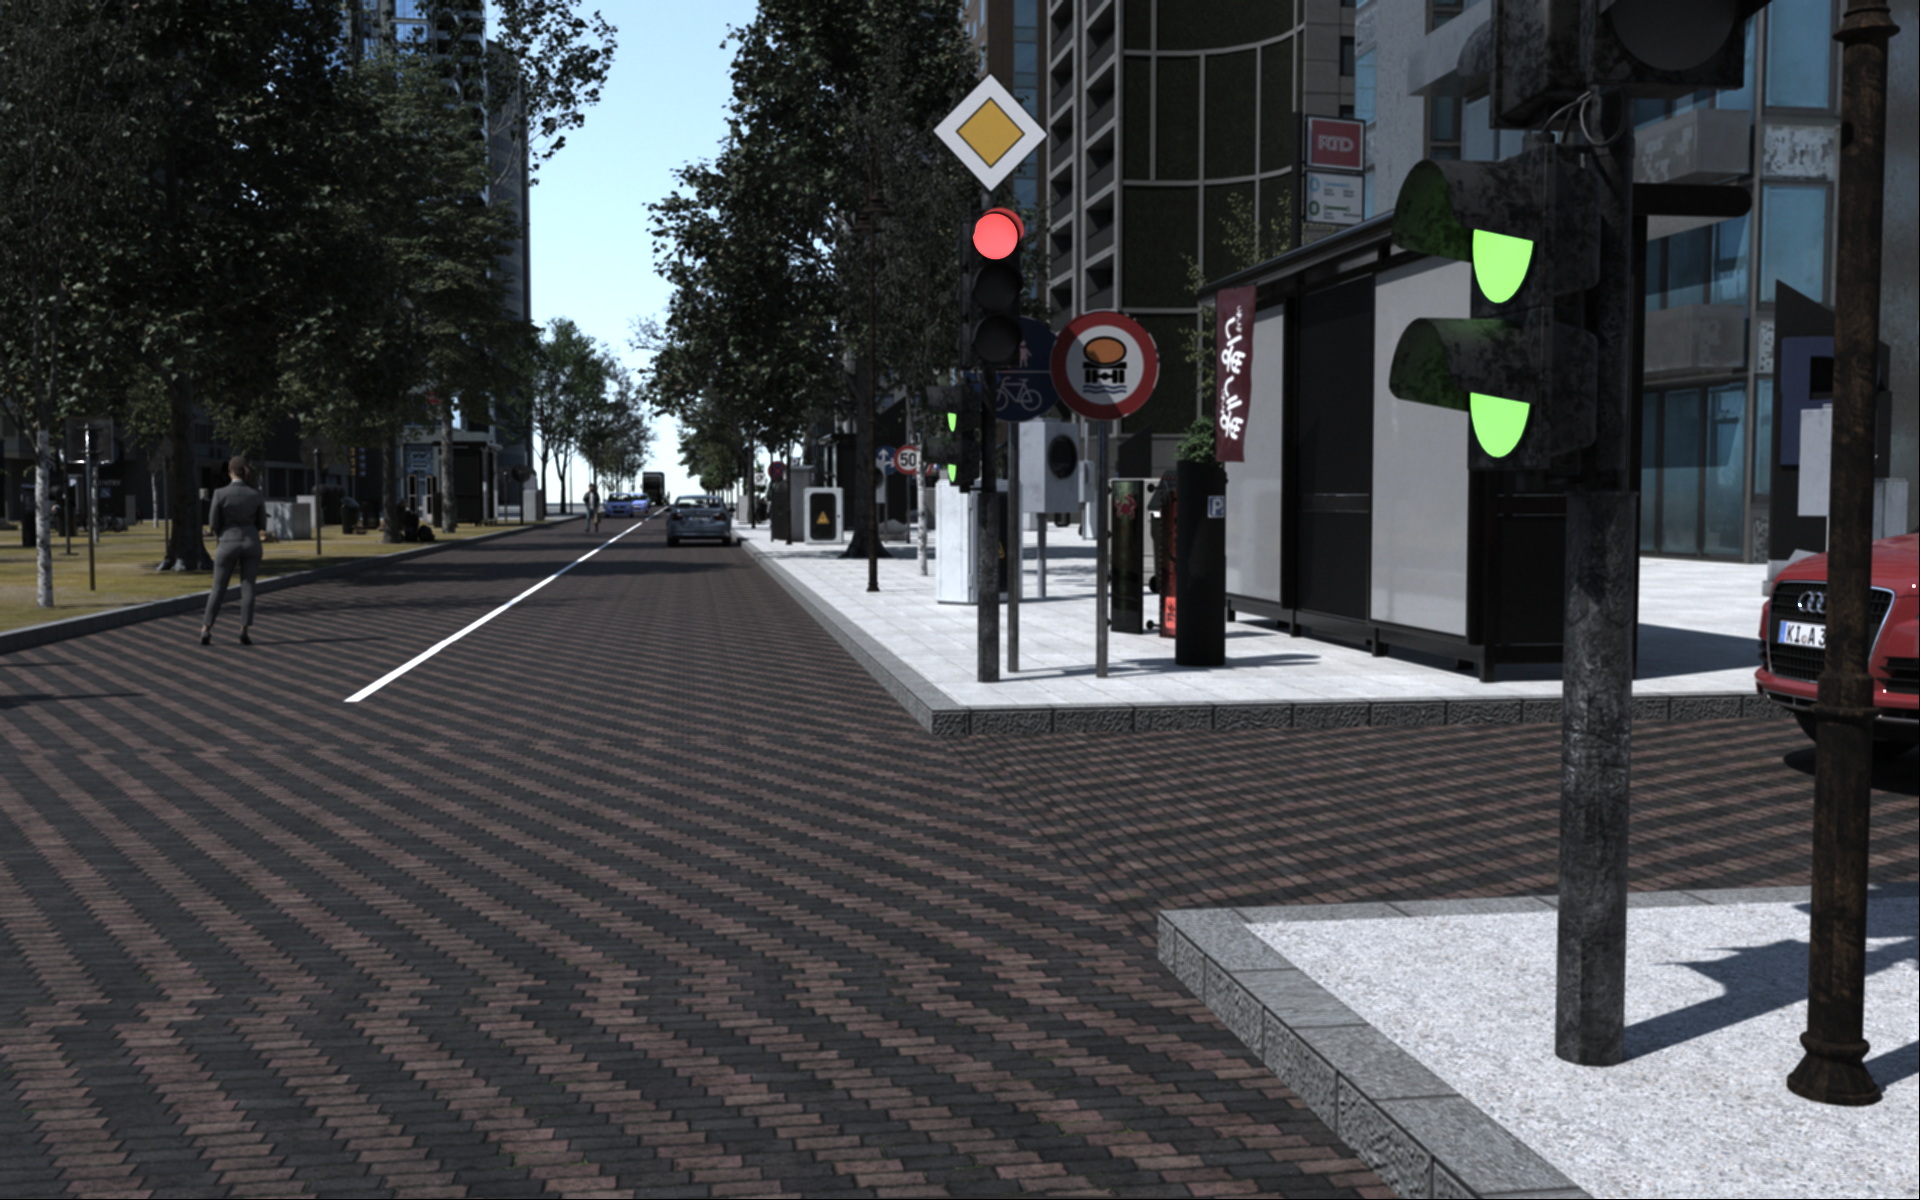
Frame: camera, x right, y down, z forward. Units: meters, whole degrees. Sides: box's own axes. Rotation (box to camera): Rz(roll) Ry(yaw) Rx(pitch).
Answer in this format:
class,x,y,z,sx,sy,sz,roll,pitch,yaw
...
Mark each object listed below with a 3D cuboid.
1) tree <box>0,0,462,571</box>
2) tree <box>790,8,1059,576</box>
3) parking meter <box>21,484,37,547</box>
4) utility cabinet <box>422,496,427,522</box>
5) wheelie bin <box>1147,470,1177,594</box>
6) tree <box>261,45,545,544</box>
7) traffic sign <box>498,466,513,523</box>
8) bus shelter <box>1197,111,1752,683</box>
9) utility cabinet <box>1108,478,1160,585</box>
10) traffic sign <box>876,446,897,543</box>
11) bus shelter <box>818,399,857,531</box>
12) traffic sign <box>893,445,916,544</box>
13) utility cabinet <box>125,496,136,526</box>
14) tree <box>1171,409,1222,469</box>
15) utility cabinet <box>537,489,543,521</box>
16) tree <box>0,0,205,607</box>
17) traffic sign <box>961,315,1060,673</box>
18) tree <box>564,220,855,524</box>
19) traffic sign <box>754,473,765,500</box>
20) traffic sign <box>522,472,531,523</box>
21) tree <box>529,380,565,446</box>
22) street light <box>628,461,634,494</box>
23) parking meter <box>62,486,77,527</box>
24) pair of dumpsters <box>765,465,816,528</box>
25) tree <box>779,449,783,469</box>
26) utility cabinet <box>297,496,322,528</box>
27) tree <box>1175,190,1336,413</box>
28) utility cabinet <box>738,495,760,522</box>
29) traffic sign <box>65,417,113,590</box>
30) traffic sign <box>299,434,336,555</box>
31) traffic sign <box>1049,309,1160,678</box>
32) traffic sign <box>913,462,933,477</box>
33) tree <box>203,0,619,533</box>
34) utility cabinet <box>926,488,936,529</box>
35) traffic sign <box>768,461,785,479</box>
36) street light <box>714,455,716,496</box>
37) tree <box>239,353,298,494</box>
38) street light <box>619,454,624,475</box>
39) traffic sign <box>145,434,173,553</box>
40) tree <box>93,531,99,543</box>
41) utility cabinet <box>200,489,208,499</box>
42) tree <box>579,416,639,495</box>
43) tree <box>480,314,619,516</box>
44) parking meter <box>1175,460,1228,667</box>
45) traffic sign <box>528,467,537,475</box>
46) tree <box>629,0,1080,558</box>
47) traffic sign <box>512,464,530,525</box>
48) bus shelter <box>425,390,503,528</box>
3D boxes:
class,x,y,z,sx,sy,sz,roll,pitch,yaw
tree,-13.206,-6.861,29.184,9.611,12.733,9.660,0,3,0
tree,-0.567,-4.670,26.724,4.360,8.622,3.978,0,3,0
parking meter,-22.700,-2.071,42.280,0.372,1.533,0.369,0,3,0
utility cabinet,-24.681,-4.250,80.657,0.306,1.237,1.020,0,4,8
wheelie bin,2.847,-0.880,22.295,0.693,1.594,0.980,-3,5,-39
tree,-14.391,-7.718,44.316,7.486,12.596,7.792,0,3,0
traffic sign,-20.360,-4.740,77.604,0.768,2.556,0.104,0,4,-1
bus shelter,3.682,-2.343,15.936,2.179,5.291,8.768,-1,4,-9
utility cabinet,2.618,-0.954,24.279,1.173,1.500,0.318,2,4,28
traffic sign,-1.947,-2.777,45.513,0.768,2.556,0.104,-1,4,-9
bus shelter,-4.038,-5.274,63.858,2.179,5.291,8.768,-1,4,-9
traffic sign,-1.334,-2.734,44.799,0.768,2.556,0.104,0,4,-2
utility cabinet,-33.975,-3.609,70.167,0.306,1.237,1.020,3,5,44
tree,9.373,-4.842,62.883,4.285,4.588,4.351,0,3,0
utility cabinet,-20.398,-4.553,83.127,0.318,1.500,1.173,-3,4,-36
tree,-10.666,-4.232,19.562,4.360,8.622,3.978,0,3,0
traffic sign,0.384,-0.752,12.402,0.768,2.556,0.104,0,4,-3
tree,-9.030,-9.983,73.593,12.009,13.543,11.850,0,3,0
traffic sign,-9.730,-5.016,84.145,0.606,2.300,0.079,0,4,1
traffic sign,-19.443,-4.697,76.909,0.768,2.556,0.104,0,4,0
tree,-28.833,-13.847,136.764,12.009,13.543,11.850,0,3,0
street light,-40.342,-14.575,211.090,0.468,5.910,1.993,-1,4,-9
parking meter,-27.209,-2.722,52.915,0.372,1.533,0.369,0,3,0
pair of dumpsters,-5.960,-3.576,60.957,1.574,2.255,4.437,-1,4,-9
tree,-5.465,-6.429,55.475,4.360,8.622,3.978,0,3,0
utility cabinet,-24.851,-3.364,66.157,1.020,1.237,0.306,2,4,29
tree,7.388,-5.559,41.251,4.737,8.622,4.395,0,3,0
utility cabinet,-9.718,-4.194,79.736,1.020,1.237,0.306,2,4,29
traffic sign,-11.537,-1.275,22.975,0.606,2.300,0.079,0,4,-1
traffic sign,-13.519,-2.223,36.454,0.768,2.556,0.104,0,4,0
traffic sign,0.993,-0.730,12.037,0.768,2.556,0.104,0,4,-5
traffic sign,-1.216,-3.294,53.970,0.768,2.556,0.104,0,4,-3
tree,-18.285,-12.298,56.962,12.611,20.169,13.585,0,3,0
utility cabinet,-0.785,-3.329,63.104,1.173,1.500,0.318,-1,4,-15
traffic sign,-7.010,-4.072,66.683,0.768,2.556,0.104,0,4,-6
street light,-19.511,-10.223,139.936,0.468,5.910,1.993,-1,4,-9
tree,-29.831,-7.508,73.118,4.737,8.622,4.395,0,3,0
street light,-36.946,-13.239,189.243,0.468,5.910,1.993,-1,4,-9
traffic sign,-17.141,-2.287,37.391,0.884,2.594,0.081,0,4,0
tree,-23.075,-5.835,45.765,4.737,8.622,4.395,0,3,0
utility cabinet,-33.353,-4.084,75.459,1.173,1.500,0.318,1,4,12
tree,-32.139,-12.462,154.112,4.737,8.622,4.395,0,3,0
tree,-23.827,-10.620,99.394,9.928,11.665,9.643,0,3,0
parking meter,1.809,-0.281,13.000,0.372,1.533,0.369,0,3,0
traffic sign,-20.497,-5.031,82.355,0.768,2.556,0.104,0,4,-8
tree,-2.036,-7.218,35.026,9.611,12.733,9.660,0,3,0
traffic sign,-18.450,-4.444,72.770,0.768,2.556,0.104,0,4,1
bus shelter,-19.992,-5.639,69.824,2.179,5.291,8.768,-1,4,-9
